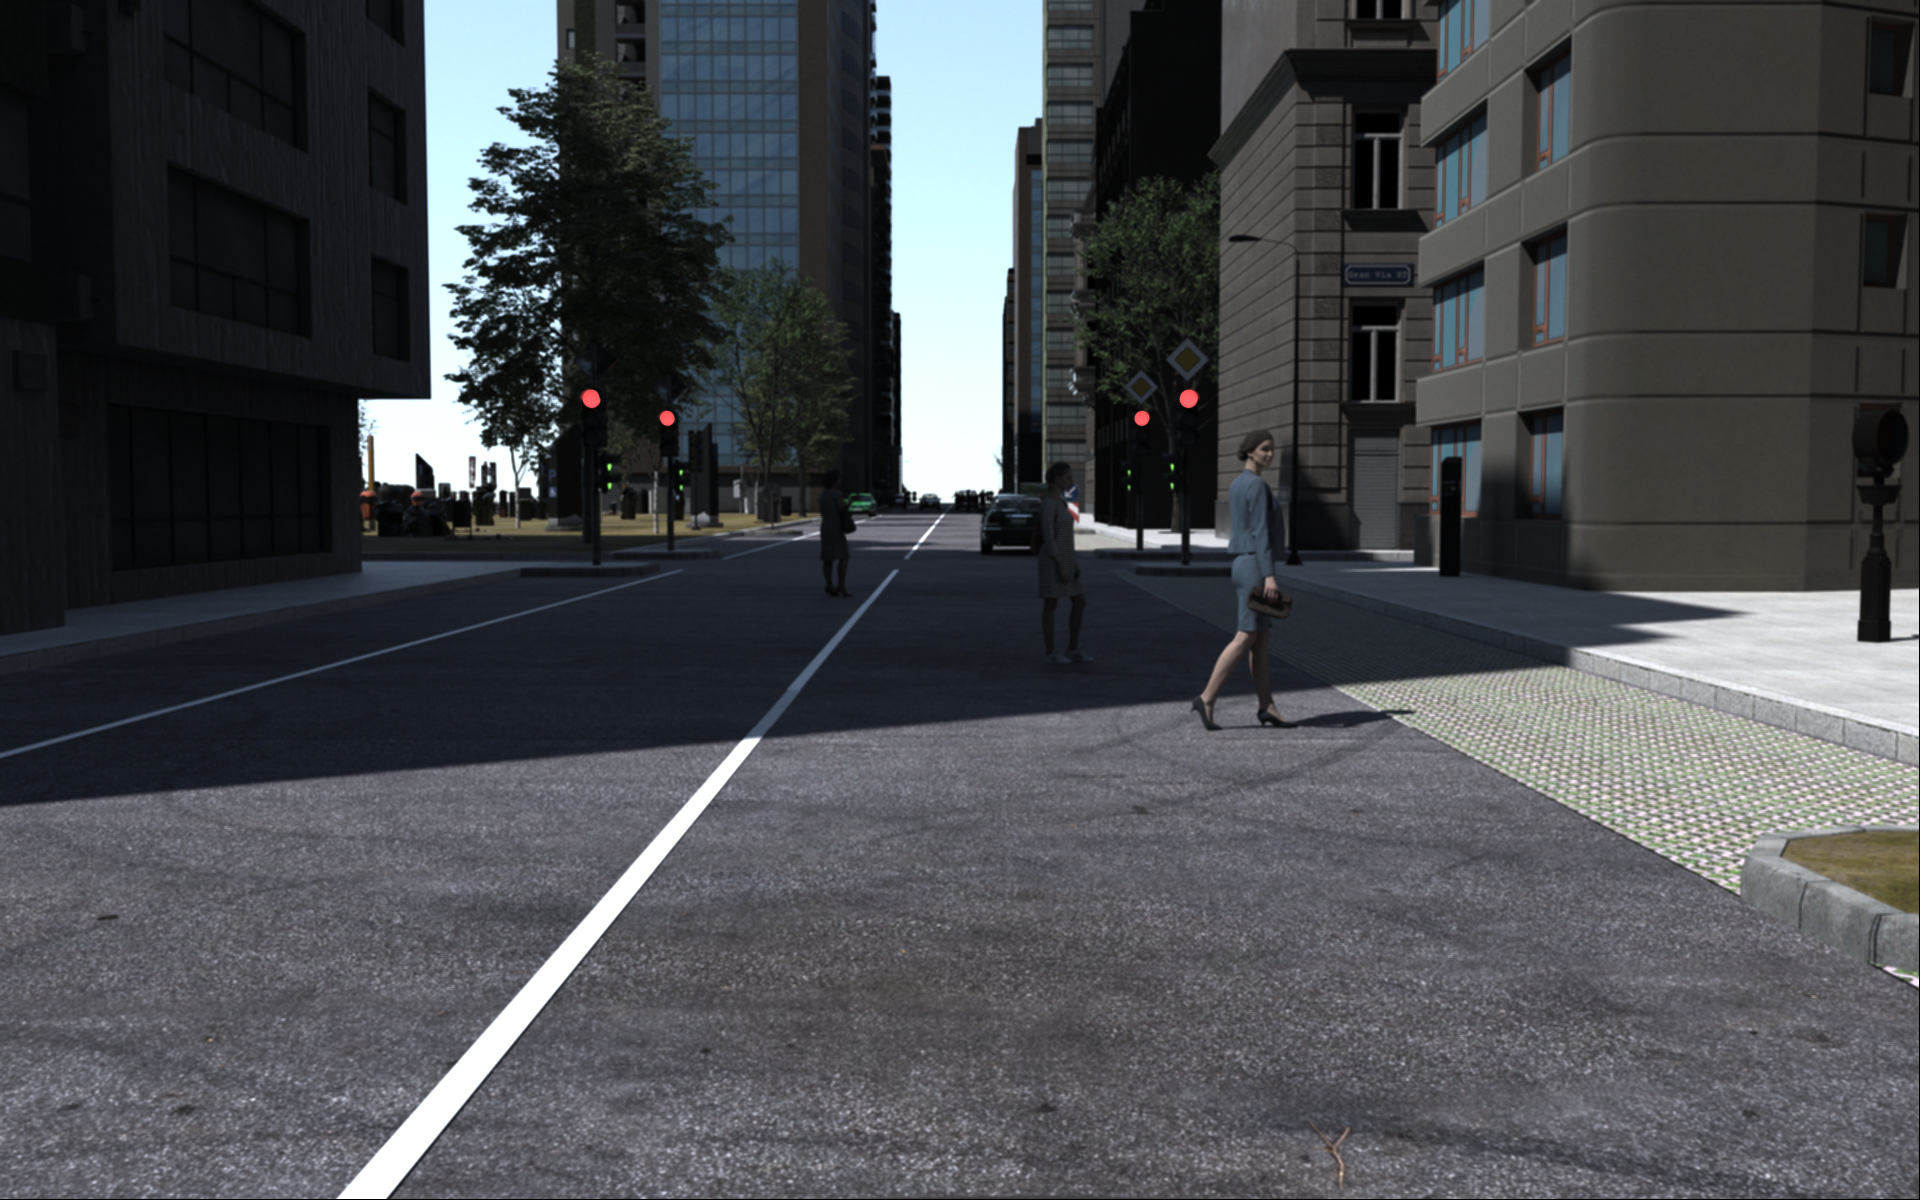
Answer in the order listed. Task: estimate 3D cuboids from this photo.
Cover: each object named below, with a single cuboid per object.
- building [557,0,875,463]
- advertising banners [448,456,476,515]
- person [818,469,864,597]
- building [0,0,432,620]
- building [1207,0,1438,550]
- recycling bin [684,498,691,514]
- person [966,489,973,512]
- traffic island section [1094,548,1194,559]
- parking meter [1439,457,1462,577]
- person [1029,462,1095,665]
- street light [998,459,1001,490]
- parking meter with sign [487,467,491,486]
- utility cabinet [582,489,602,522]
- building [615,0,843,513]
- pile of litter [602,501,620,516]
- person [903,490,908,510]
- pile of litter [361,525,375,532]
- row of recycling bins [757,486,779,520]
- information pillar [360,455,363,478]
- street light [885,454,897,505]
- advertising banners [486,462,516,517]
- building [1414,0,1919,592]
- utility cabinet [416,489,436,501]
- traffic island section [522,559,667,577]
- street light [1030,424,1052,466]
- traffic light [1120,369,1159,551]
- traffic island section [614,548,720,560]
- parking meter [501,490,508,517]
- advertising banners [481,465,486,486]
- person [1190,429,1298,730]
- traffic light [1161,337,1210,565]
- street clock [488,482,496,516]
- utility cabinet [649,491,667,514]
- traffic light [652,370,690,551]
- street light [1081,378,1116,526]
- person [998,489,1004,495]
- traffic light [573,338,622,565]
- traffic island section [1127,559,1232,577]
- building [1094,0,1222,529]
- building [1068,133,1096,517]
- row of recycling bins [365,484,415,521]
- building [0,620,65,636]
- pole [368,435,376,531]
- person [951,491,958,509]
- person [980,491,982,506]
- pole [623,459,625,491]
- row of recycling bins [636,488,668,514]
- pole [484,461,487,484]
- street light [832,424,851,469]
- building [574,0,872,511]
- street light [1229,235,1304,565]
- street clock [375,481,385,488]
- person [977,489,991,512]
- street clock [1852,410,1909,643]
[{"bbox_3d":[-23.307,-35.618,171.588,28.713,52.752,27.495,0,3,0],"label":"building"},{"bbox_3d":[-22.998,-5.130,80.062,2.074,3.025,0.090,3,4,38],"label":"advertising banners"},{"bbox_3d":[-1.644,-0.941,24.241,0.532,1.782,0.716,-3,4,-39],"label":"person"},{"bbox_3d":[-15.828,-15.459,24.459,14.107,30.474,14.160,0,3,0],"label":"building"},{"bbox_3d":[19.599,-15.104,44.209,25.104,27.353,12.463,0,3,0],"label":"building"},{"bbox_3d":[-17.670,-6.021,110.990,0.722,1.027,0.722,-1,4,-17],"label":"recycling bin"},{"bbox_3d":[0.706,-7.776,135.644,0.705,1.822,1.348,1,4,16],"label":"person"},{"bbox_3d":[4.104,-1.042,39.311,2.009,0.180,2.903,0,3,0],"label":"traffic island section"},{"bbox_3d":[7.656,-1.303,27.021,0.255,1.863,0.399,2,4,27],"label":"parking meter"},{"bbox_3d":[0.830,-0.312,14.598,0.522,1.701,0.512,1,4,20],"label":"person"},{"bbox_3d":[5.657,-15.746,229.987,1.470,5.913,1.316,0,3,0],"label":"street light"},{"bbox_3d":[-30.747,-7.126,112.769,0.543,3.016,1.738,-2,4,-27],"label":"parking meter with sign"},{"bbox_3d":[-16.556,-4.190,77.188,1.173,1.500,0.318,0,4,-7],"label":"utility cabinet"},{"bbox_3d":[-15.765,-28.889,122.453,14.600,45.320,14.200,0,3,0],"label":"building"},{"bbox_3d":[-20.974,-5.491,103.742,1.176,0.858,1.719,-2,4,-26],"label":"pile of litter"},{"bbox_3d":[-4.785,-8.959,155.508,0.750,1.759,0.617,3,5,44],"label":"person"},{"bbox_3d":[-20.544,-2.722,58.467,1.719,0.858,1.176,2,4,34],"label":"pile of litter"},{"bbox_3d":[-9.553,-4.809,85.736,1.069,1.692,3.534,-1,4,-11],"label":"row of recycling bins"},{"bbox_3d":[-35.970,-6.869,103.665,0.183,3.616,0.504,3,4,37],"label":"information pillar"},{"bbox_3d":[-7.954,-13.837,198.780,1.470,5.913,1.316,0,3,0],"label":"street light"},{"bbox_3d":[-25.159,-6.065,95.349,0.090,3.025,2.074,2,4,28],"label":"advertising banners"},{"bbox_3d":[22.101,-10.489,16.534,27.650,21.520,28.899,0,3,0],"label":"building"},{"bbox_3d":[-25.563,-4.544,82.970,0.318,1.500,1.173,1,4,20],"label":"utility cabinet"},{"bbox_3d":[-6.592,-0.554,31.337,2.009,0.180,2.903,0,3,0],"label":"traffic island section"},{"bbox_3d":[5.503,-8.673,114.342,1.470,5.913,1.316,0,3,0],"label":"street light"},{"bbox_3d":[4.064,-3.075,39.197,0.839,4.253,0.868,0,3,0],"label":"traffic light"},{"bbox_3d":[-6.587,-1.042,39.322,2.009,0.180,2.903,0,3,0],"label":"traffic island section"},{"bbox_3d":[-25.499,-5.417,96.974,0.372,1.533,0.369,0,3,0],"label":"parking meter"},{"bbox_3d":[-29.066,-6.583,103.813,0.090,3.025,2.074,2,4,32],"label":"advertising banners"},{"bbox_3d":[1.740,-0.124,10.546,0.654,1.822,0.581,1,4,9],"label":"person"},{"bbox_3d":[4.060,-2.587,31.212,0.839,4.253,0.868,0,3,0],"label":"traffic light"},{"bbox_3d":[-27.397,-5.934,101.594,0.471,2.002,0.358,-1,4,-11],"label":"street clock"},{"bbox_3d":[-19.092,-6.165,109.477,1.173,1.500,0.318,-3,5,-43],"label":"utility cabinet"},{"bbox_3d":[-6.547,-3.074,39.187,0.839,4.253,0.868,0,3,0],"label":"traffic light"},{"bbox_3d":[5.540,-5.916,69.270,1.470,5.913,1.316,0,3,0],"label":"street light"},{"bbox_3d":[2.863,-6.854,120.699,1.348,1.807,0.705,-2,4,-25],"label":"person"},{"bbox_3d":[-6.552,-2.586,31.202,0.839,4.253,0.868,0,3,0],"label":"traffic light"},{"bbox_3d":[4.100,-0.553,31.326,2.009,0.180,2.903,0,3,0],"label":"traffic island section"},{"bbox_3d":[12.260,-14.715,70.261,12.332,23.373,15.834,0,3,0],"label":"building"},{"bbox_3d":[13.348,-16.947,96.166,14.460,24.649,34.723,0,3,0],"label":"building"},{"bbox_3d":[-28.232,-4.725,84.364,1.069,1.692,3.534,2,4,34],"label":"row of recycling bins"},{"bbox_3d":[-15.689,-14.513,8.994,14.160,30.474,14.107,0,3,0],"label":"building"},{"bbox_3d":[-20.484,-4.064,60.288,0.158,3.312,0.155,0,3,0],"label":"pole"},{"bbox_3d":[-0.302,-9.709,168.026,1.217,1.735,0.721,2,4,25],"label":"person"},{"bbox_3d":[2.618,-12.518,213.188,0.705,1.822,1.348,-2,4,-32],"label":"person"},{"bbox_3d":[-19.631,-6.568,101.234,0.158,3.312,0.155,0,3,0],"label":"pole"},{"bbox_3d":[-20.291,-6.466,112.830,3.534,1.692,1.069,1,4,12],"label":"row of recycling bins"},{"bbox_3d":[-29.468,-6.958,107.611,0.158,3.312,0.155,0,3,0],"label":"pole"},{"bbox_3d":[-7.939,-8.752,115.636,1.470,5.913,1.316,0,3,0],"label":"street light"},{"bbox_3d":[-18.602,-36.772,143.219,21.231,58.520,28.212,0,3,0],"label":"building"},{"bbox_3d":[5.513,-3.588,31.198,1.470,5.913,1.316,0,3,0],"label":"street light"},{"bbox_3d":[-32.794,-5.680,97.434,0.471,2.002,0.358,-1,4,-12],"label":"street clock"},{"bbox_3d":[1.906,-8.068,140.544,1.348,1.807,0.705,2,4,28],"label":"person"},{"bbox_3d":[7.944,-0.638,14.994,0.471,2.002,0.358,-2,4,-30],"label":"street clock"}]
